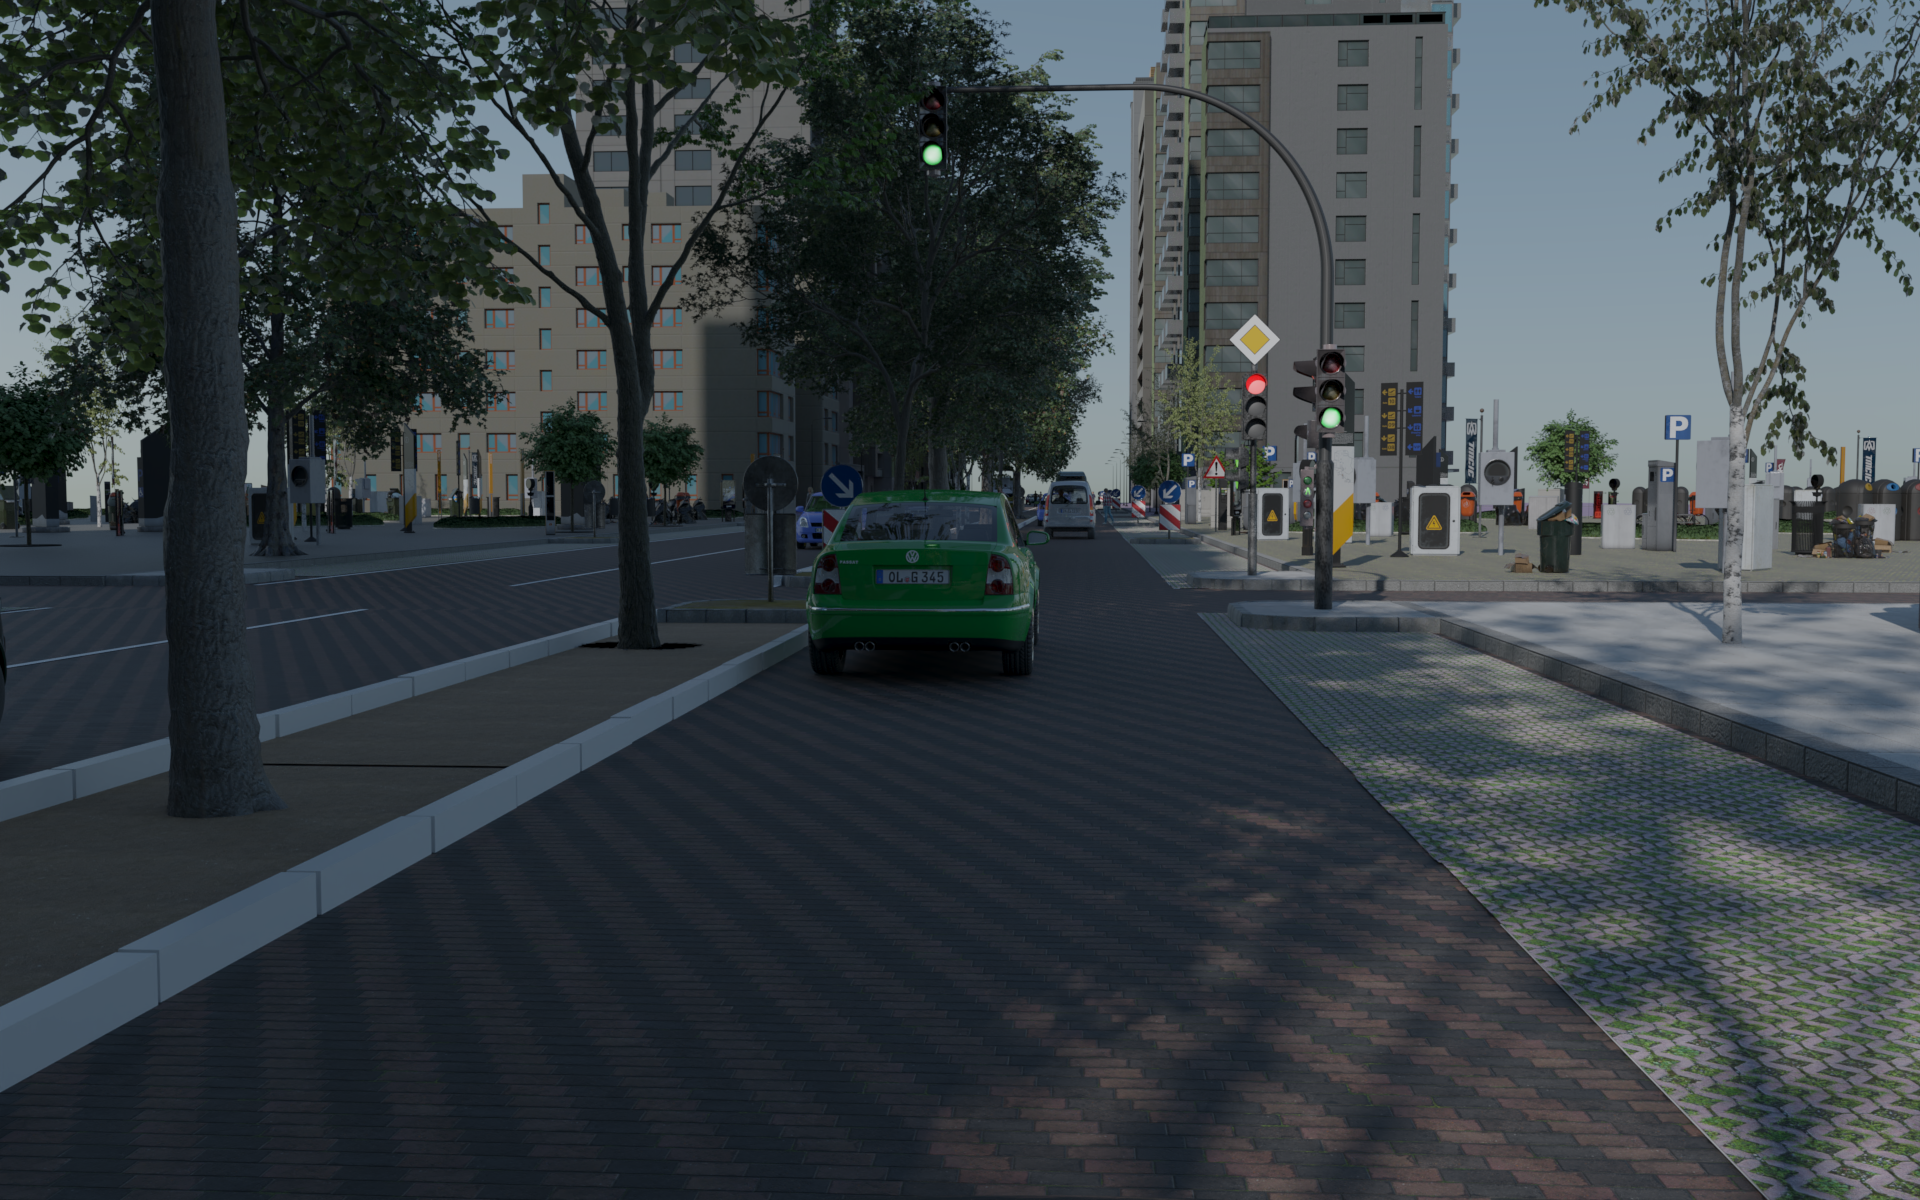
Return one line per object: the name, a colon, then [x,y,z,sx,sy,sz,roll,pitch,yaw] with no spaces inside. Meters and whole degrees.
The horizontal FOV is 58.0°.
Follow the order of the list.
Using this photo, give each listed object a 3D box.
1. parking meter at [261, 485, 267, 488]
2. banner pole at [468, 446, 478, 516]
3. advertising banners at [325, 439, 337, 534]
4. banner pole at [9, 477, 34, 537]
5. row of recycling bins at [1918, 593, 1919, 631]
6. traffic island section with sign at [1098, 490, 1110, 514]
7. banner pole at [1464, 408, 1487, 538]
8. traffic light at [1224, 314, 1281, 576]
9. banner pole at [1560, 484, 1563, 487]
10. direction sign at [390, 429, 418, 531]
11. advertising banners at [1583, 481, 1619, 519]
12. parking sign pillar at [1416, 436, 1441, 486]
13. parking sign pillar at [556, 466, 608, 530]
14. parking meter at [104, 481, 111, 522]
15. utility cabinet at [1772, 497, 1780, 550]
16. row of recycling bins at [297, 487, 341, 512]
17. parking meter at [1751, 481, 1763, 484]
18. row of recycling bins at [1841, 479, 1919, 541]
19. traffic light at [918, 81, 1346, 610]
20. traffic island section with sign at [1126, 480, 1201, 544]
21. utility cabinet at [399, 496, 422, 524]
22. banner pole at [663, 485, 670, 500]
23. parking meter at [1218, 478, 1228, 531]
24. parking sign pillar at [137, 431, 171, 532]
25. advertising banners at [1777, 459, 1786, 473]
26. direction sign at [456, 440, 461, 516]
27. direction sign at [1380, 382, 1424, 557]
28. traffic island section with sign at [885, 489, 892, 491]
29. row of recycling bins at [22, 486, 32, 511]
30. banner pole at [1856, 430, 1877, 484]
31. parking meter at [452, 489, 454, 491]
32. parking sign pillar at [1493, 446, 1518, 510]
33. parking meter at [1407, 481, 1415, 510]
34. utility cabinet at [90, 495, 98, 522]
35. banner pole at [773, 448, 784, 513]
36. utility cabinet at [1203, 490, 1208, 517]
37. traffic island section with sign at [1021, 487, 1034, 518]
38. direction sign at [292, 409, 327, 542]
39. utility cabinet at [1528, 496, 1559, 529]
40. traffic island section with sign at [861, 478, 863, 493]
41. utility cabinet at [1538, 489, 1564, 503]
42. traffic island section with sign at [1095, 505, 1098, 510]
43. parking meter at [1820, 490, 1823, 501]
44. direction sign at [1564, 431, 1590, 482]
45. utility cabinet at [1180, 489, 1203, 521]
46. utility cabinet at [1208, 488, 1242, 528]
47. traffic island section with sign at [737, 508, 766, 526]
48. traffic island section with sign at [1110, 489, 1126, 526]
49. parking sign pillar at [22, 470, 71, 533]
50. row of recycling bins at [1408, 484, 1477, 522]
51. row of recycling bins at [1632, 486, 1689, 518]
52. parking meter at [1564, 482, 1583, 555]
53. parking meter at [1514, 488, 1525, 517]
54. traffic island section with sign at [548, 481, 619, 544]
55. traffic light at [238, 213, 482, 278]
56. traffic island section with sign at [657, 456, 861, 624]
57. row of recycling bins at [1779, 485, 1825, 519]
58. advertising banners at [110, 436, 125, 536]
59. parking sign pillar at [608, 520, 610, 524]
parking meter: [-42.204,-6.080,105.113,0.399,1.863,0.255,-1,4,-21]
banner pole: [-25.578,-6.175,90.985,0.401,3.779,0.863,2,4,35]
advertising banners: [-20.429,-3.676,56.298,0.090,3.025,2.074,-2,4,-29]
banner pole: [-27.914,-3.762,51.534,0.401,3.779,0.863,2,4,24]
row of recycling bins: [10.080,-0.586,16.696,1.069,1.692,3.534,3,5,43]
traffic island section with sign: [11.285,-7.207,126.461,1.989,1.847,2.006,0,4,4]
banner pole: [15.036,-3.703,50.564,0.863,3.779,0.401,-2,4,-28]
traffic light: [4.588,-2.341,27.199,0.839,4.253,0.868,0,4,4]
banner pole: [25.097,-4.981,71.454,0.401,3.779,0.863,-2,4,-32]
direction sign: [-19.234,-4.157,59.967,0.876,3.537,0.379,-1,4,-19]
advertising banners: [33.157,-5.730,89.866,2.074,3.025,0.090,0,4,-3]
parking sign pillar: [21.912,-5.663,81.059,1.447,3.967,1.447,-1,4,-22]
parking sign pillar: [-13.935,-4.550,62.871,1.447,3.967,1.447,3,4,39]
parking meter: [-39.053,-4.505,79.366,0.255,1.863,0.399,-2,4,-26]
utility cabinet: [18.731,-1.773,40.147,0.306,1.237,1.020,3,4,36]
row of recycling bins: [-36.689,-5.591,98.522,3.534,1.692,1.069,2,4,24]
parking meter: [14.934,-1.486,32.706,0.372,1.533,0.369,0,3,0]
row of recycling bins: [25.770,-2.472,47.525,3.534,1.692,1.069,0,4,-6]
traffic light: [1.935,-2.726,19.238,4.771,5.953,1.251,0,4,4]
traffic island section with sign: [5.906,-2.530,49.997,1.989,1.847,2.006,0,4,4]
utility cabinet: [-23.582,-3.865,74.359,0.306,1.237,1.020,2,4,31]
banner pole: [-15.072,-6.060,89.100,0.401,3.779,0.863,1,4,20]
parking meter: [9.262,-3.384,61.042,0.255,1.863,0.399,0,4,-5]
parking sign pillar: [-27.341,-4.320,59.106,1.447,3.967,1.447,3,4,38]
advertising banners: [39.982,-5.484,85.844,2.074,3.025,0.090,-1,4,-12]
direction sign: [-21.162,-4.962,73.121,0.379,3.537,0.876,-2,4,-25]
direction sign: [8.948,-2.640,35.157,0.876,3.537,0.379,2,4,34]
traffic island section with sign: [-5.304,-7.312,128.185,1.989,1.847,2.006,0,4,4]
row of recycling bins: [-48.774,-5.089,90.310,1.069,1.692,3.534,0,4,-1]
banner pole: [35.220,-4.738,67.491,0.863,3.779,0.401,1,4,21]
parking meter: [-26.402,-5.038,90.779,0.372,1.533,0.369,0,3,0]
parking sign pillar: [30.728,-6.674,97.588,1.447,3.967,1.447,-1,4,-18]
parking meter: [19.753,-4.295,75.936,0.255,1.863,0.399,0,4,-4]
utility cabinet: [-40.708,-4.297,81.425,0.306,1.237,1.020,-2,4,-24]
banner pole: [-9.772,-6.352,93.874,0.863,3.779,0.401,2,4,26]
utility cabinet: [13.572,-5.351,96.160,1.173,1.500,0.318,3,5,44]
traffic island section with sign: [3.490,-5.764,102.373,2.006,1.907,1.989,0,4,4]
direction sign: [-17.480,-3.338,46.579,0.876,3.537,0.379,-3,4,-36]
utility cabinet: [21.398,-3.201,63.506,1.020,1.237,0.306,2,4,30]
traffic island section with sign: [-1.776,-1.179,27.419,2.006,1.907,1.989,0,4,4]
utility cabinet: [25.844,-4.093,75.598,0.318,1.500,1.173,-3,5,-44]
traffic island section with sign: [13.223,-8.893,154.032,1.989,1.847,2.006,0,4,4]
parking meter: [44.131,-4.933,89.066,0.372,1.533,0.369,0,3,0]
direction sign: [22.012,-4.273,61.861,0.876,3.537,0.379,0,3,0]
utility cabinet: [11.007,-4.546,83.003,0.318,1.500,1.173,-2,4,-33]
utility cabinet: [9.997,-3.440,64.925,1.173,1.500,0.318,3,4,38]
traffic island section with sign: [-8.858,-4.229,77.780,1.989,1.847,2.006,0,4,4]
traffic island section with sign: [7.783,-4.175,76.887,1.989,1.847,2.006,0,4,4]
parking sign pillar: [-30.658,-4.252,57.993,1.447,3.967,1.447,3,5,44]
row of recycling bins: [20.192,-4.005,72.601,1.069,1.692,3.534,-2,4,-32]
row of recycling bins: [37.806,-5.289,93.595,1.069,1.692,3.534,-2,4,-27]
parking meter: [12.917,-1.718,36.498,0.372,1.533,0.369,0,3,0]
parking meter: [23.738,-3.975,73.406,0.372,1.533,0.369,0,3,0]
traffic island section with sign: [-10.773,-2.565,50.570,1.989,1.847,2.006,0,4,4]
traffic light: [-10.189,-3.277,28.254,4.771,5.953,1.251,0,4,4]
traffic island section with sign: [-2.305,-0.727,20.030,2.006,1.907,1.989,0,4,4]
row of recycling bins: [45.390,-5.166,91.573,3.534,1.692,1.069,-1,4,-11]
advertising banners: [-25.760,-3.471,52.936,0.090,3.025,2.074,-1,4,-18]
parking sign pillar: [-15.777,-5.252,74.336,1.447,3.967,1.447,0,4,4]
